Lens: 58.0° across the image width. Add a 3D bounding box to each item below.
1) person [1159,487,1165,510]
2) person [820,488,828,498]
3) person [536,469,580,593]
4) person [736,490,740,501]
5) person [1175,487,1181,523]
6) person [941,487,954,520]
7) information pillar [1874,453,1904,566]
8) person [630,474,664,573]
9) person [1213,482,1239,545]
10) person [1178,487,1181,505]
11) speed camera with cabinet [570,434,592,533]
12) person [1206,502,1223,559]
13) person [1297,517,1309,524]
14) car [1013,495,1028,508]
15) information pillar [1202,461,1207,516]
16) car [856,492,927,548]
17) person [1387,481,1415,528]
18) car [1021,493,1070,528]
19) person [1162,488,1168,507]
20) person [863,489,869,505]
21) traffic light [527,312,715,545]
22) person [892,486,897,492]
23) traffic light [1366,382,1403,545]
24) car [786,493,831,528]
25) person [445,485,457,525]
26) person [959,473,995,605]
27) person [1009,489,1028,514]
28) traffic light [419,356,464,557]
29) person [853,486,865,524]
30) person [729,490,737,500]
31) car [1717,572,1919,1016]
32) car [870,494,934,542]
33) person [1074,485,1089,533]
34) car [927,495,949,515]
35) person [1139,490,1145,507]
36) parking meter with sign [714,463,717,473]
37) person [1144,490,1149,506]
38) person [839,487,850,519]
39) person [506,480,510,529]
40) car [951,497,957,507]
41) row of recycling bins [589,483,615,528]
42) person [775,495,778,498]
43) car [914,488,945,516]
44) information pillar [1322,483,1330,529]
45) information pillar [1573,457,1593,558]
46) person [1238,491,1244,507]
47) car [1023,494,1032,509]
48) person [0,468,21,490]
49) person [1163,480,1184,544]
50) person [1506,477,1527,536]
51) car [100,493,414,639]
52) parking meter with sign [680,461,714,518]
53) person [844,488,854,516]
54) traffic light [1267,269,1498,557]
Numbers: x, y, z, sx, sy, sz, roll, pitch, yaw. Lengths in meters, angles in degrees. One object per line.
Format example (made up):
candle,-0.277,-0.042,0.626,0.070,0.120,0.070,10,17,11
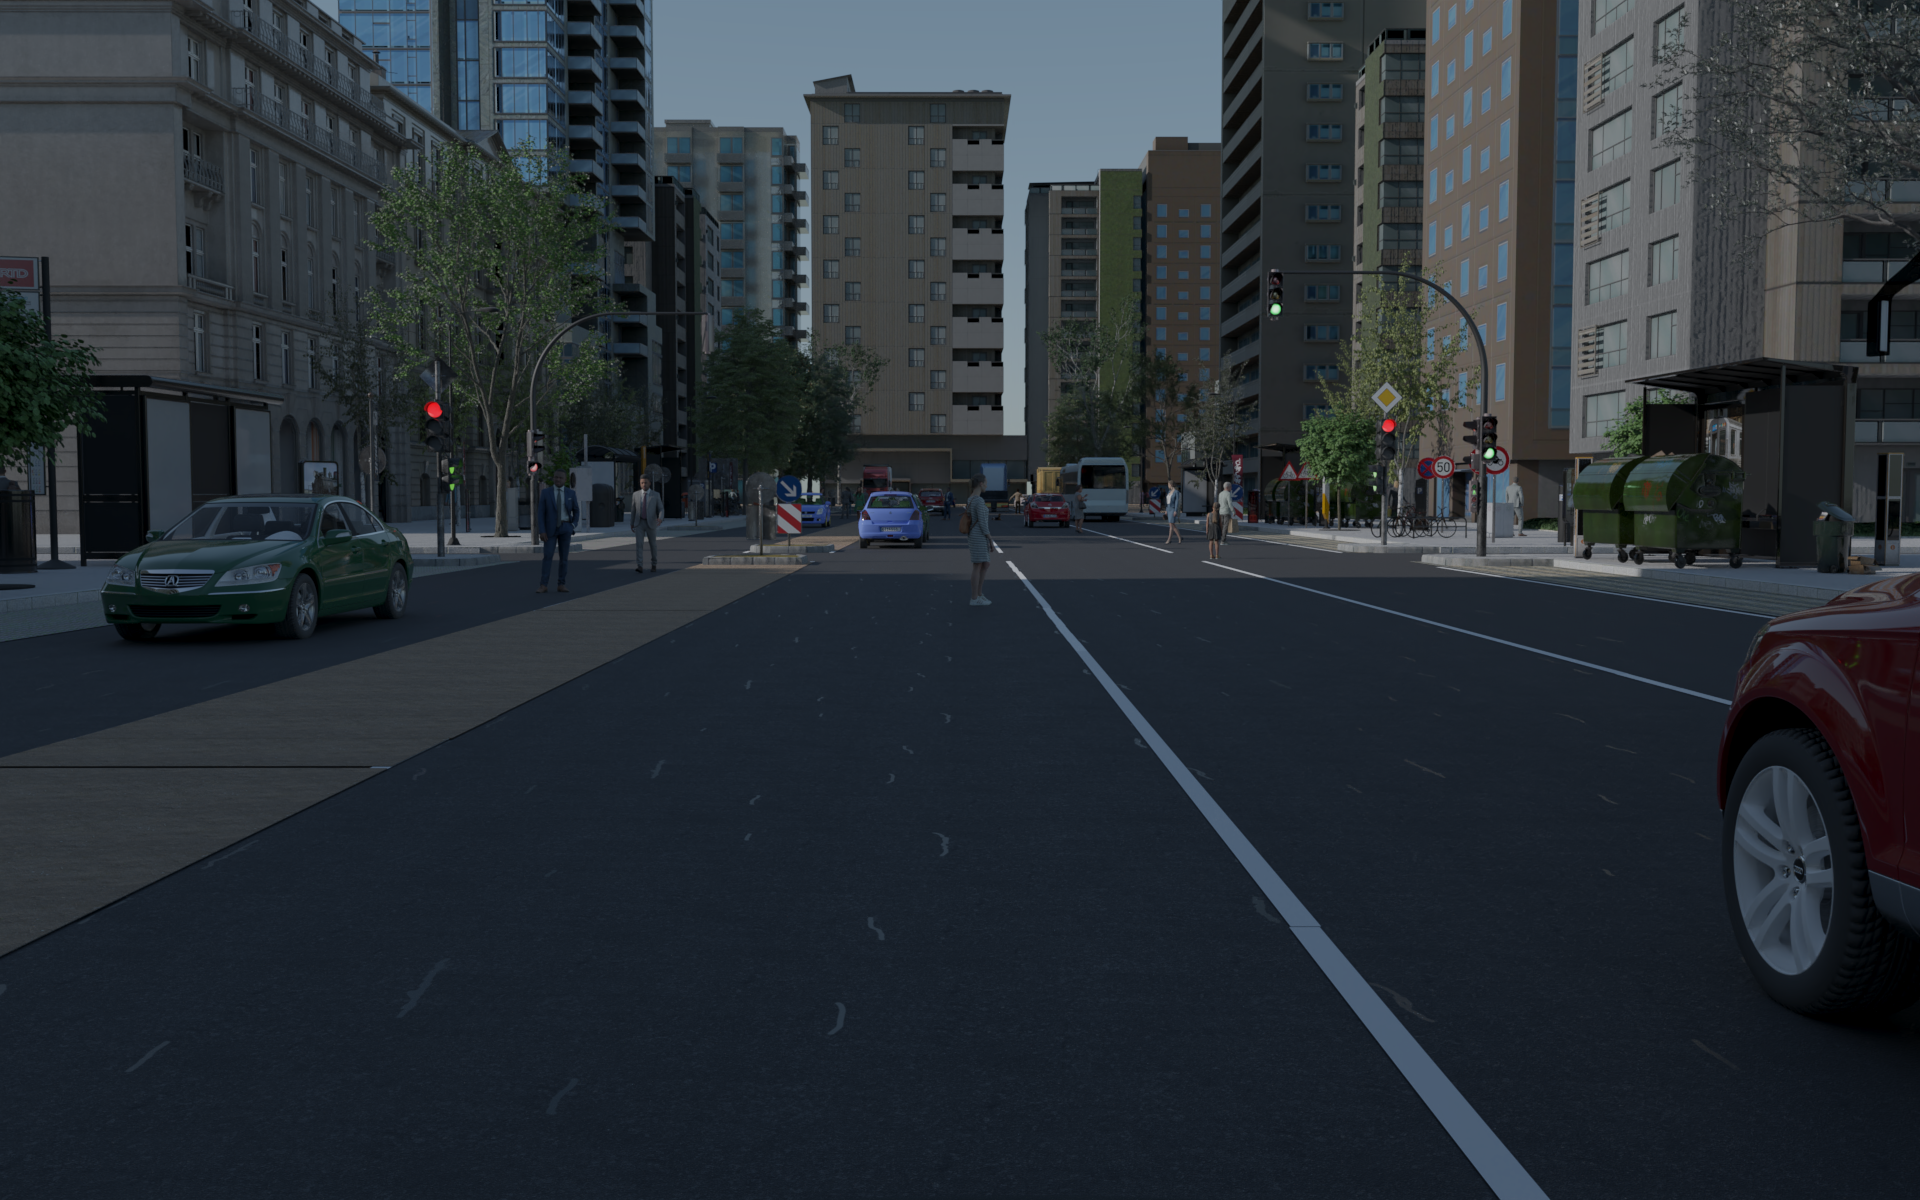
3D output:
person,16.397,-8.254,141.017,0.705,1.821,1.348,-1,4,-10
person,-7.649,-5.381,97.056,0.524,1.755,0.480,0,3,0
person,-5.904,-1.019,25.335,0.721,1.800,0.419,-2,4,-29
person,-20.649,-9.456,161.449,0.445,1.727,0.742,-2,4,-23
person,10.685,-4.677,85.195,0.478,1.798,0.641,0,4,-7
person,-0.671,-5.300,95.329,0.721,1.800,0.419,3,4,37
information pillar,16.552,-1.613,30.872,0.304,2.012,0.304,-1,4,-8
person,-5.713,-1.396,31.603,0.678,1.792,0.850,0,4,2
person,7.483,-2.427,48.673,0.515,1.767,0.782,-2,4,-25
person,18.328,-8.517,144.926,0.705,1.869,1.348,1,4,12
speed camera with cabinet,-12.909,-3.887,57.882,0.660,3.252,2.038,-2,4,-32
person,5.651,-1.547,38.461,0.362,1.253,0.373,2,4,25
person,14.801,-4.182,74.846,0.576,1.772,0.534,3,5,41
car,6.437,-9.959,175.197,2.083,1.381,4.827,0,4,-1
information pillar,14.159,-6.656,100.179,0.183,3.616,0.504,0,4,-4
car,-1.851,-2.283,46.918,1.945,1.707,3.694,0,4,-1
person,16.681,-3.605,65.195,0.699,1.804,1.509,-1,4,-22
car,3.751,-4.046,75.184,2.155,1.783,4.494,0,4,-1
person,19.114,-9.573,162.570,0.705,1.822,1.348,-3,5,-40
person,-6.238,-6.339,112.542,0.834,1.777,0.661,1,4,22
traffic light,-8.537,-4.201,43.349,4.771,5.953,1.251,0,4,0
person,-3.567,-5.087,91.518,0.795,1.843,0.661,0,4,-7
traffic light,10.633,-3.332,43.399,0.839,4.253,0.868,0,4,0
car,-6.551,-4.011,75.179,1.945,1.707,3.694,0,4,-1
person,-21.350,-4.113,73.159,0.638,1.841,0.748,2,4,30
person,0.235,-0.783,22.311,0.522,1.701,0.512,-1,4,-20
person,4.137,-7.031,123.468,1.348,1.823,0.705,1,4,15
traffic light,-10.599,-2.838,35.321,0.839,4.253,0.868,0,4,0
person,-4.825,-4.553,83.187,0.600,1.795,0.529,0,4,3
person,-24.914,-11.229,189.714,1.350,1.814,0.705,2,4,26
car,3.290,0.337,3.166,2.281,1.827,5.304,0,4,0
car,-1.882,-2.513,52.889,2.131,1.459,4.920,0,4,1
person,4.466,-3.341,63.477,0.532,1.782,0.716,0,4,-5
car,-1.581,-6.710,121.703,2.014,1.417,4.499,0,4,-1
person,18.283,-10.200,173.735,0.530,1.710,0.541,-3,5,-40
parking meter with sign,-14.113,-6.087,95.786,0.543,3.016,1.738,2,4,25
person,19.607,-10.618,180.364,1.217,1.743,0.721,0,4,6
person,-6.714,-5.668,100.970,0.655,1.846,0.447,-2,4,-23
person,-16.380,-3.462,63.007,0.624,1.780,0.694,-3,5,-43
car,-1.339,-10.704,187.584,1.945,1.354,3.894,0,4,0
row of recycling bins,-14.089,-3.724,67.992,1.069,1.692,3.534,-1,4,-9
person,-16.534,-8.856,150.920,1.350,1.814,0.705,-2,4,-25
car,-1.926,-6.508,115.072,2.281,1.827,5.304,0,4,-1
information pillar,13.501,-4.433,63.831,0.183,3.616,0.504,2,4,32
information pillar,12.436,-1.839,34.562,0.304,2.012,0.304,1,4,13
person,20.284,-7.258,125.159,0.683,1.767,0.568,3,5,40
car,6.297,-8.106,144.533,2.014,1.417,4.499,0,4,-2
person,-17.072,-1.527,30.973,0.822,1.834,0.622,3,5,45
person,6.105,-2.499,49.382,0.654,1.822,0.581,-1,4,-10
person,16.865,-2.840,52.581,0.635,1.810,0.391,3,5,42
car,-7.363,-0.415,18.583,2.131,1.459,4.920,0,4,0
parking meter with sign,-14.229,-5.898,92.688,1.738,3.016,0.543,0,4,-1
person,-7.329,-6.410,113.289,0.794,1.824,0.713,-1,4,-9
traffic light,8.570,-3.706,35.265,4.771,5.953,1.251,0,4,0
